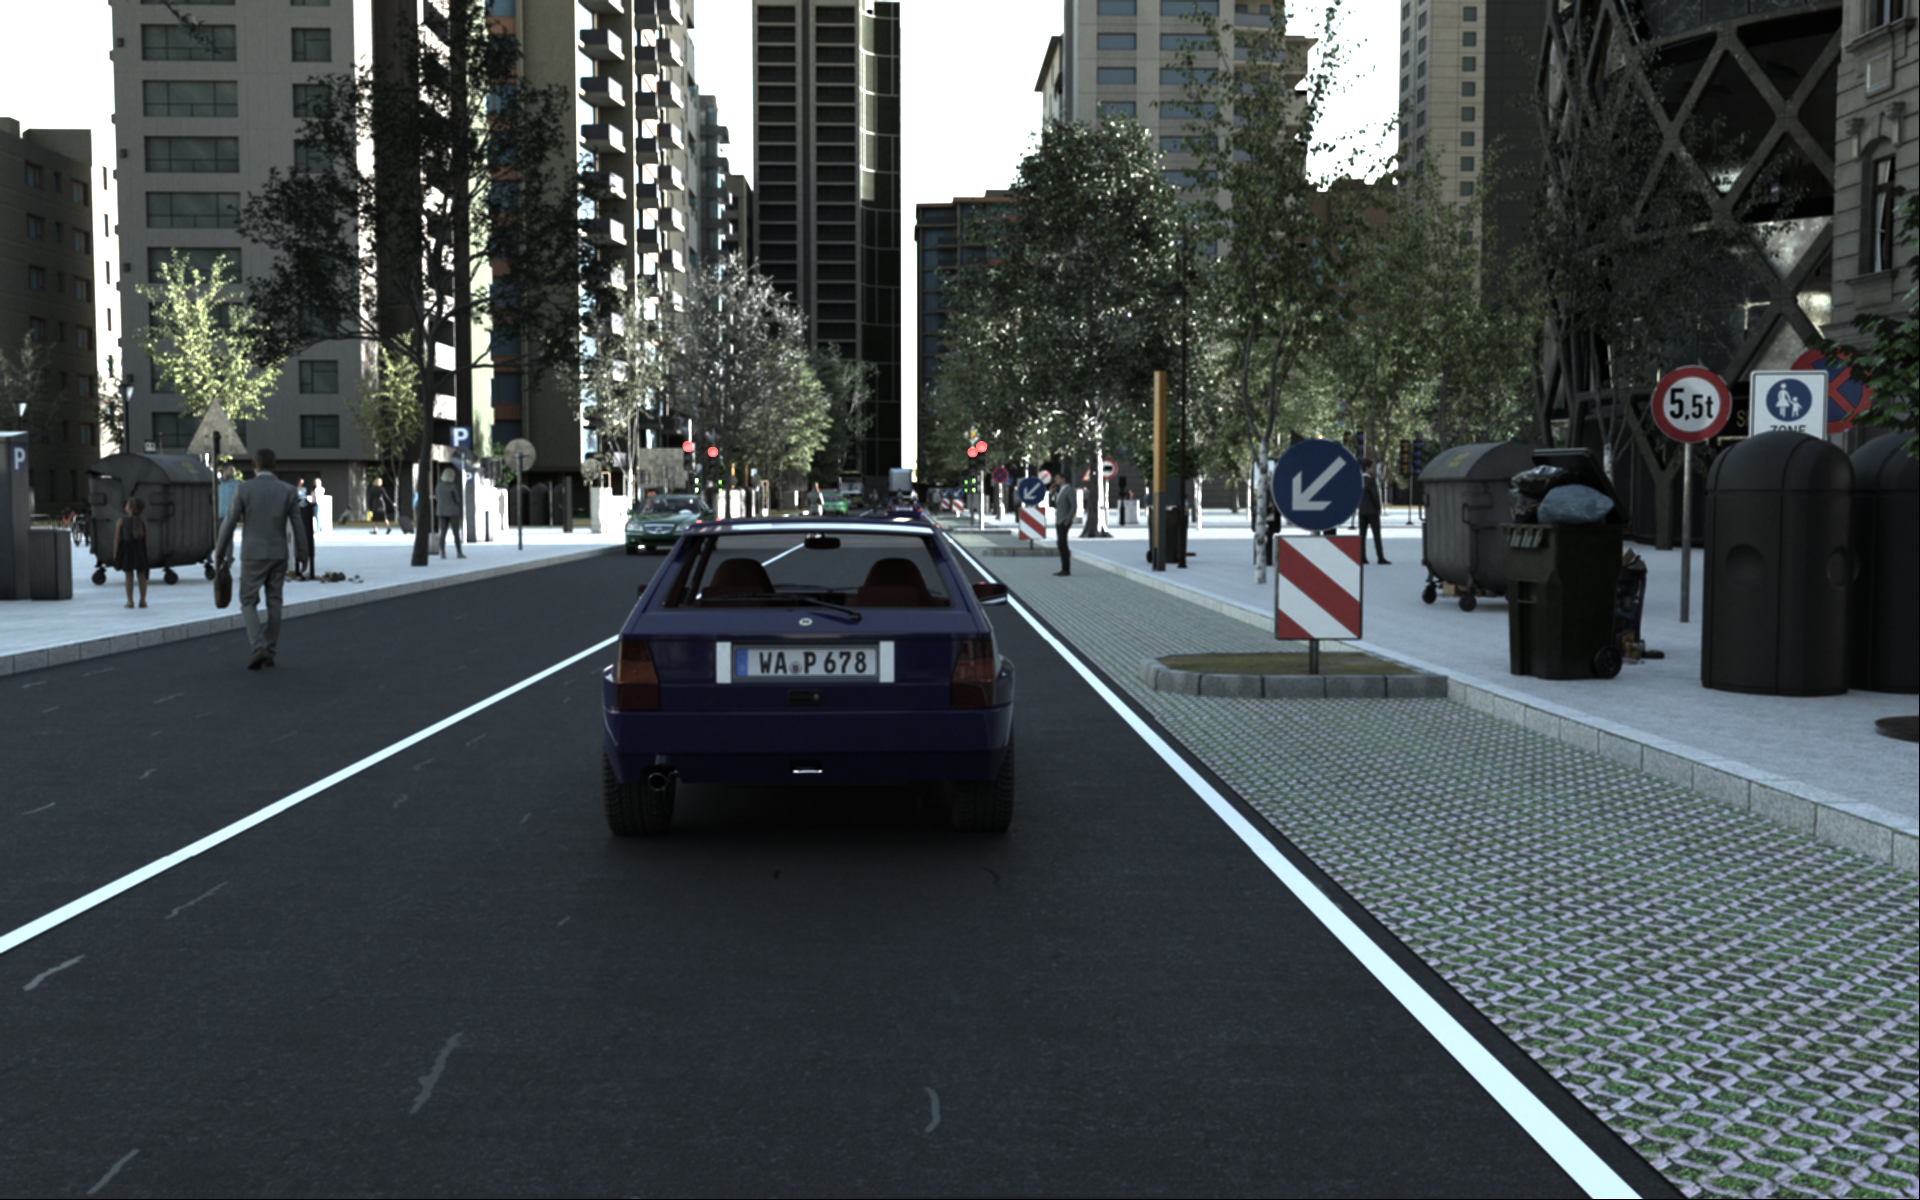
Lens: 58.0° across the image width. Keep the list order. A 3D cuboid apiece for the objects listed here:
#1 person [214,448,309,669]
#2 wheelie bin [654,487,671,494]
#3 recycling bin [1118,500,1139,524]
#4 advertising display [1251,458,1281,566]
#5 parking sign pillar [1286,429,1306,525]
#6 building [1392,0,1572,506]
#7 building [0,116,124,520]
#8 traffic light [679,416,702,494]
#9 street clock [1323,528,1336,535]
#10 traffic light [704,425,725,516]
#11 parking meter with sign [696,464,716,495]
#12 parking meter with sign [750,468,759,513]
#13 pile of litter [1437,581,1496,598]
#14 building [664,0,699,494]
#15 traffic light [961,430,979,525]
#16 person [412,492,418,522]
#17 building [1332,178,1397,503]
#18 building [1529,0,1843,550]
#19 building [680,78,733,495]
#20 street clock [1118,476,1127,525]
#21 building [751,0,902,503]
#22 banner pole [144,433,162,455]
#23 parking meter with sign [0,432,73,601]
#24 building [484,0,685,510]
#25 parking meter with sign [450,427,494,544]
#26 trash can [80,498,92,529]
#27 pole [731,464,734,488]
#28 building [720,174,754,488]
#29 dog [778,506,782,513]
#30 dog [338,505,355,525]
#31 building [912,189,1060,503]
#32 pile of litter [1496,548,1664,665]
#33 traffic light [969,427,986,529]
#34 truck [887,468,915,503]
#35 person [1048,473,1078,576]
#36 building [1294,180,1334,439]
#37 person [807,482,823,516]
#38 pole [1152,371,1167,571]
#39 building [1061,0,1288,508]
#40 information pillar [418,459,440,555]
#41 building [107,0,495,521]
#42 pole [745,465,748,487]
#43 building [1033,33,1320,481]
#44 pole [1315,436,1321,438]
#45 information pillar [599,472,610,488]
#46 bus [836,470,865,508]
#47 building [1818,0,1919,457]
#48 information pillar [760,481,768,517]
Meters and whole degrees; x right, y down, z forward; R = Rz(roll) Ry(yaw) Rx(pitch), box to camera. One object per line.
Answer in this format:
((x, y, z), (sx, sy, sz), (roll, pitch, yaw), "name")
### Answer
((-5.824, -0.356, 14.436), (0.709, 1.813, 0.853), (-3, 4, -38), "person")
((-12.991, -4.131, 75.447), (0.693, 1.594, 0.980), (3, 5, 43), "wheelie bin")
((7.173, -3.753, 73.922), (0.722, 1.027, 0.722), (-1, 4, -15), "recycling bin")
((5.501, -1.584, 31.116), (0.123, 1.923, 0.974), (-1, 4, -15), "advertising display")
((14.164, -5.058, 71.177), (1.447, 3.967, 1.447), (2, 4, 31), "parking sign pillar")
((61.480, -46.691, 201.656), (20.611, 71.187, 20.563), (0, 4, -2), "building")
((-60.208, -15.142, 92.609), (28.899, 21.520, 27.650), (0, 4, -2), "building")
((-9.713, -4.490, 62.327), (0.839, 4.253, 0.868), (0, 4, -2), "traffic light")
((6.225, -1.502, 29.135), (0.471, 2.002, 0.358), (3, 4, 36), "street clock")
((-9.971, -4.978, 70.308), (0.839, 4.253, 0.868), (0, 4, -2), "traffic light")
((-14.451, -6.364, 100.315), (0.543, 3.016, 1.738), (3, 4, 38), "parking meter with sign")
((-13.673, -7.384, 116.996), (0.543, 3.016, 1.738), (-2, 4, -23), "parking meter with sign")
((6.645, -0.496, 22.069), (1.719, 0.858, 1.176), (-1, 4, -19), "pile of litter")
((-38.719, -34.787, 158.014), (28.713, 52.752, 27.495), (0, 4, -2), "building")
((0.484, -4.999, 70.660), (0.839, 4.253, 0.868), (0, 4, -2), "traffic light")
((-20.420, -3.465, 65.490), (0.601, 1.785, 0.444), (-2, 4, -32), "person")
((58.390, -36.600, 248.525), (14.200, 45.320, 14.600), (0, 4, -2), "building")
((23.768, -10.759, 43.361), (16.820, 18.784, 16.811), (0, 4, -2), "building")
((-41.641, -35.315, 197.010), (30.456, 49.044, 23.786), (0, 4, -2), "building")
((6.642, -4.052, 70.821), (0.358, 2.002, 0.471), (1, 4, 14), "street clock")
((-18.673, -49.567, 248.674), (20.611, 71.187, 20.563), (0, 4, -2), "building")
((-32.684, -4.913, 70.342), (0.863, 3.779, 0.401), (-3, 5, -40), "banner pole")
((-11.710, -1.511, 20.974), (1.738, 3.016, 0.543), (0, 4, 2), "parking meter with sign")
((-31.296, -28.499, 120.580), (22.147, 44.769, 28.867), (0, 4, -2), "building")
((-12.811, -3.020, 45.634), (0.543, 3.016, 1.738), (0, 4, 5), "parking meter with sign")
((-30.128, -2.967, 60.170), (0.748, 1.137, 0.748), (0, 3, 0), "trash can")
((-15.200, -7.461, 115.834), (0.158, 3.312, 0.155), (0, 3, 0), "pole")
((-40.404, -38.224, 248.663), (21.600, 48.544, 21.300), (0, 4, -2), "building")
((-12.120, -6.118, 116.857), (0.406, 0.507, 0.540), (-2, 4, -30), "dog")
((-25.634, -3.527, 72.038), (0.800, 0.831, 0.513), (2, 4, 35), "dog")
((6.129, -36.500, 251.401), (28.867, 44.769, 22.147), (0, 4, -2), "building")
((5.030, 0.004, 13.892), (1.176, 0.858, 1.719), (2, 4, 23), "pile of litter")
((0.742, -4.511, 62.680), (0.839, 4.253, 0.868), (0, 4, -2), "traffic light")
((-5.916, -11.219, 173.182), (2.967, 4.110, 18.799), (0, 4, -2), "truck")
((1.788, -1.322, 30.292), (0.473, 1.802, 0.592), (0, 4, -7), "person")
((44.100, -36.597, 248.475), (14.200, 45.320, 14.600), (0, 4, -2), "building")
((-4.369, -2.650, 52.100), (0.520, 1.790, 0.573), (0, 4, -4), "person")
((3.319, -2.138, 28.800), (0.158, 3.312, 0.155), (0, 3, 0), "pole")
((20.491, -38.352, 169.049), (21.231, 58.520, 28.212), (0, 4, -2), "building")
((-11.225, -1.966, 36.628), (0.304, 2.012, 0.304), (1, 4, 10), "information pillar")
((-32.121, -19.255, 86.522), (14.160, 30.474, 14.107), (0, 4, -2), "building")
((-14.990, -7.815, 121.625), (0.158, 3.312, 0.155), (0, 3, 0), "pole")
((23.636, -37.181, 197.143), (28.713, 52.752, 27.495), (0, 4, -2), "building")
((12.549, -4.091, 60.730), (0.158, 3.312, 0.155), (0, 3, 0), "pole")
((-11.941, -3.285, 58.195), (0.304, 2.012, 0.304), (-2, 4, -31), "information pillar")
((-11.528, -11.806, 184.571), (2.896, 3.916, 12.252), (0, 4, -2), "bus")
((19.524, -10.453, 20.054), (9.793, 20.994, 18.267), (0, 4, -2), "building")
((-10.695, -5.499, 94.395), (0.304, 2.012, 0.304), (-3, 4, -37), "information pillar")
